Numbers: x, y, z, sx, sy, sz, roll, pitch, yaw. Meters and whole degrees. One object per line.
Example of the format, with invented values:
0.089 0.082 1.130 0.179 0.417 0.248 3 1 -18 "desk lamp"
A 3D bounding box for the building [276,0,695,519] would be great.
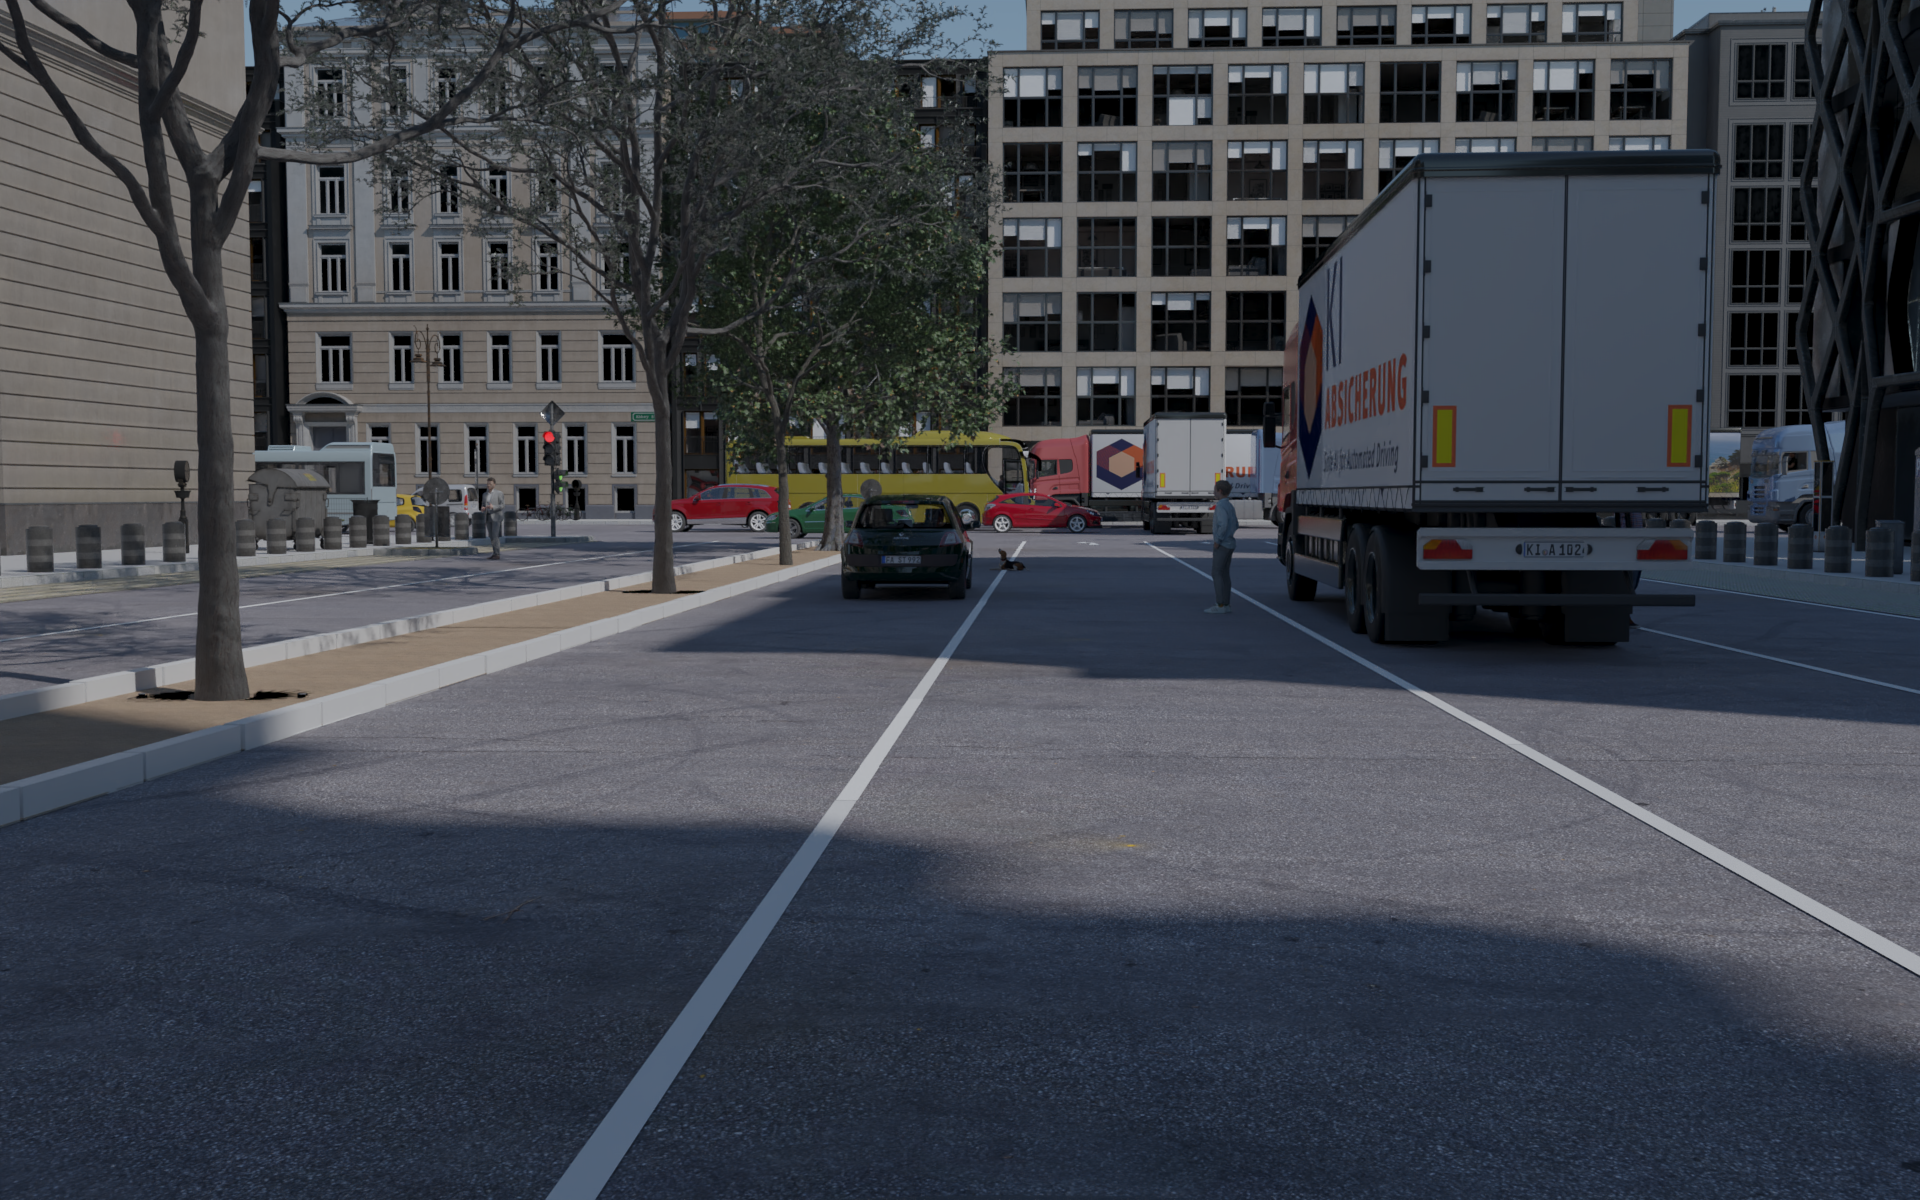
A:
-24.209 -18.806 93.388 20.117 28.700 13.634 0 4 3 "building"

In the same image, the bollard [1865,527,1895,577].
14.265 -0.742 26.855 0.404 0.777 0.398 0 3 0 "bollard"

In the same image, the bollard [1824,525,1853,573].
14.345 -0.830 28.290 0.404 0.777 0.398 0 3 0 "bollard"

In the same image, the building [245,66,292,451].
-42.188 -16.166 93.987 15.834 23.373 12.332 0 4 3 "building"

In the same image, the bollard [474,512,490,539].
-13.914 -2.163 50.082 0.404 0.777 0.398 0 3 0 "bollard"

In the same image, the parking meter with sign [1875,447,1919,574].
15.561 -1.910 27.495 1.738 3.016 0.543 1 4 16 "parking meter with sign"

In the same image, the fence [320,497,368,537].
-17.597 -2.295 48.732 2.264 1.192 0.480 1 4 14 "fence"

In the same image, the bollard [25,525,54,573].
-15.130 -0.841 28.475 0.404 0.777 0.398 0 3 0 "bollard"

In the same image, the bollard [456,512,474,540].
-13.993 -2.074 48.627 0.404 0.777 0.398 0 3 0 "bollard"

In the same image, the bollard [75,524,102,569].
-15.046 -0.929 29.909 0.404 0.777 0.398 0 3 0 "bollard"

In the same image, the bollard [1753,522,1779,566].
14.505 -1.006 31.166 0.404 0.777 0.398 0 3 0 "bollard"

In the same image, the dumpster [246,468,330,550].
-15.423 -2.079 39.751 1.264 1.857 1.865 0 4 3 "dumpster"

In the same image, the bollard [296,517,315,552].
-14.563 -1.457 38.535 0.404 0.777 0.398 0 3 0 "bollard"

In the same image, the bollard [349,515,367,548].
-14.400 -1.633 41.412 0.404 0.777 0.398 0 3 0 "bollard"

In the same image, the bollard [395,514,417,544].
-14.242 -1.809 44.296 0.404 0.777 0.398 0 3 0 "bollard"

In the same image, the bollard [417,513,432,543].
-14.158 -1.897 45.733 0.404 0.777 0.398 0 3 0 "bollard"

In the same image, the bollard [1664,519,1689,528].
14.753 -1.271 35.495 0.404 0.777 0.398 0 3 0 "bollard"

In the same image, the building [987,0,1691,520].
18.923 -17.777 95.162 34.151 26.468 19.350 0 4 3 "building"

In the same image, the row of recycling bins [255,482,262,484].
-21.828 -2.639 50.263 1.069 1.692 3.534 3 4 38 "row of recycling bins"

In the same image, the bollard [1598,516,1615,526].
14.993 -1.535 39.822 0.404 0.777 0.398 0 3 0 "bollard"

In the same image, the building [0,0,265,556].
-31.535 -14.940 41.527 25.104 27.353 12.463 0 4 3 "building"

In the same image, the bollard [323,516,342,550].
-14.480 -1.545 39.977 0.404 0.777 0.398 0 3 0 "bollard"

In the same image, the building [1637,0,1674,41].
64.299 -46.037 190.949 20.611 71.187 20.563 0 4 3 "building"

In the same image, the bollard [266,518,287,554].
-14.645 -1.369 37.101 0.404 0.777 0.398 0 3 0 "bollard"

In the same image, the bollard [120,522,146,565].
-14.970 -1.017 31.350 0.404 0.777 0.398 0 3 0 "bollard"

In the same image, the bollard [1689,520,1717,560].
14.670 -1.183 34.054 0.404 0.777 0.398 0 3 0 "bollard"

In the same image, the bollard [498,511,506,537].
-13.834 -2.251 51.518 0.404 0.777 0.398 0 3 0 "bollard"

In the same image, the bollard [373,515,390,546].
-14.319 -1.720 42.847 0.404 0.777 0.398 0 3 0 "bollard"

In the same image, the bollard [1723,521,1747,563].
14.586 -1.094 32.600 0.404 0.777 0.398 0 3 0 "bollard"

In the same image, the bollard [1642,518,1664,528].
14.833 -1.359 36.930 0.404 0.777 0.398 0 3 0 "bollard"

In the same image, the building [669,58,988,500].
-6.264 -16.075 92.503 15.834 23.373 12.332 0 4 3 "building"

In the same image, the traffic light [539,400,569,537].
-12.191 -3.851 51.881 0.839 4.253 0.868 0 4 3 "traffic light"

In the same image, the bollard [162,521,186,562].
-14.883 -1.106 32.793 0.404 0.777 0.398 0 3 0 "bollard"

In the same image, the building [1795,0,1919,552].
28.098 -10.359 36.817 16.820 18.784 16.811 0 4 3 "building"

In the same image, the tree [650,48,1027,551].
-3.170 -7.579 43.378 9.611 12.733 9.660 0 3 0 "tree"

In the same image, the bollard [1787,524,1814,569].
14.426 -0.918 29.725 0.404 0.777 0.398 0 3 0 "bollard"

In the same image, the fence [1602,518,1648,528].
16.210 -1.633 42.072 0.278 0.683 2.069 -1 4 -18 "fence"

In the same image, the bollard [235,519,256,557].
-14.723 -1.281 35.667 0.404 0.777 0.398 0 3 0 "bollard"

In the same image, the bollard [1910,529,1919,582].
14.179 -0.654 25.413 0.404 0.777 0.398 0 3 0 "bollard"

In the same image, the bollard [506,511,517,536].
-13.751 -2.339 52.961 0.404 0.777 0.398 0 3 0 "bollard"

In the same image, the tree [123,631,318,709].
-5.118 -6.035 11.504 12.009 13.543 11.850 0 3 0 "tree"

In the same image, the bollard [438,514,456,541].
-14.081 -1.985 47.173 0.404 0.777 0.398 0 3 0 "bollard"

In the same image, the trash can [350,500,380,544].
-15.183 -1.993 44.241 0.748 1.137 0.748 0 3 0 "trash can"

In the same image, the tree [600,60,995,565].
-3.445 -5.987 34.754 8.767 10.594 7.601 0 4 3 "tree"

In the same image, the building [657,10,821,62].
-22.432 -30.986 161.244 22.147 44.769 28.867 0 4 3 "building"

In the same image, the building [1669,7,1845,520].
47.786 -18.160 90.416 24.014 27.812 14.314 0 4 3 "building"
